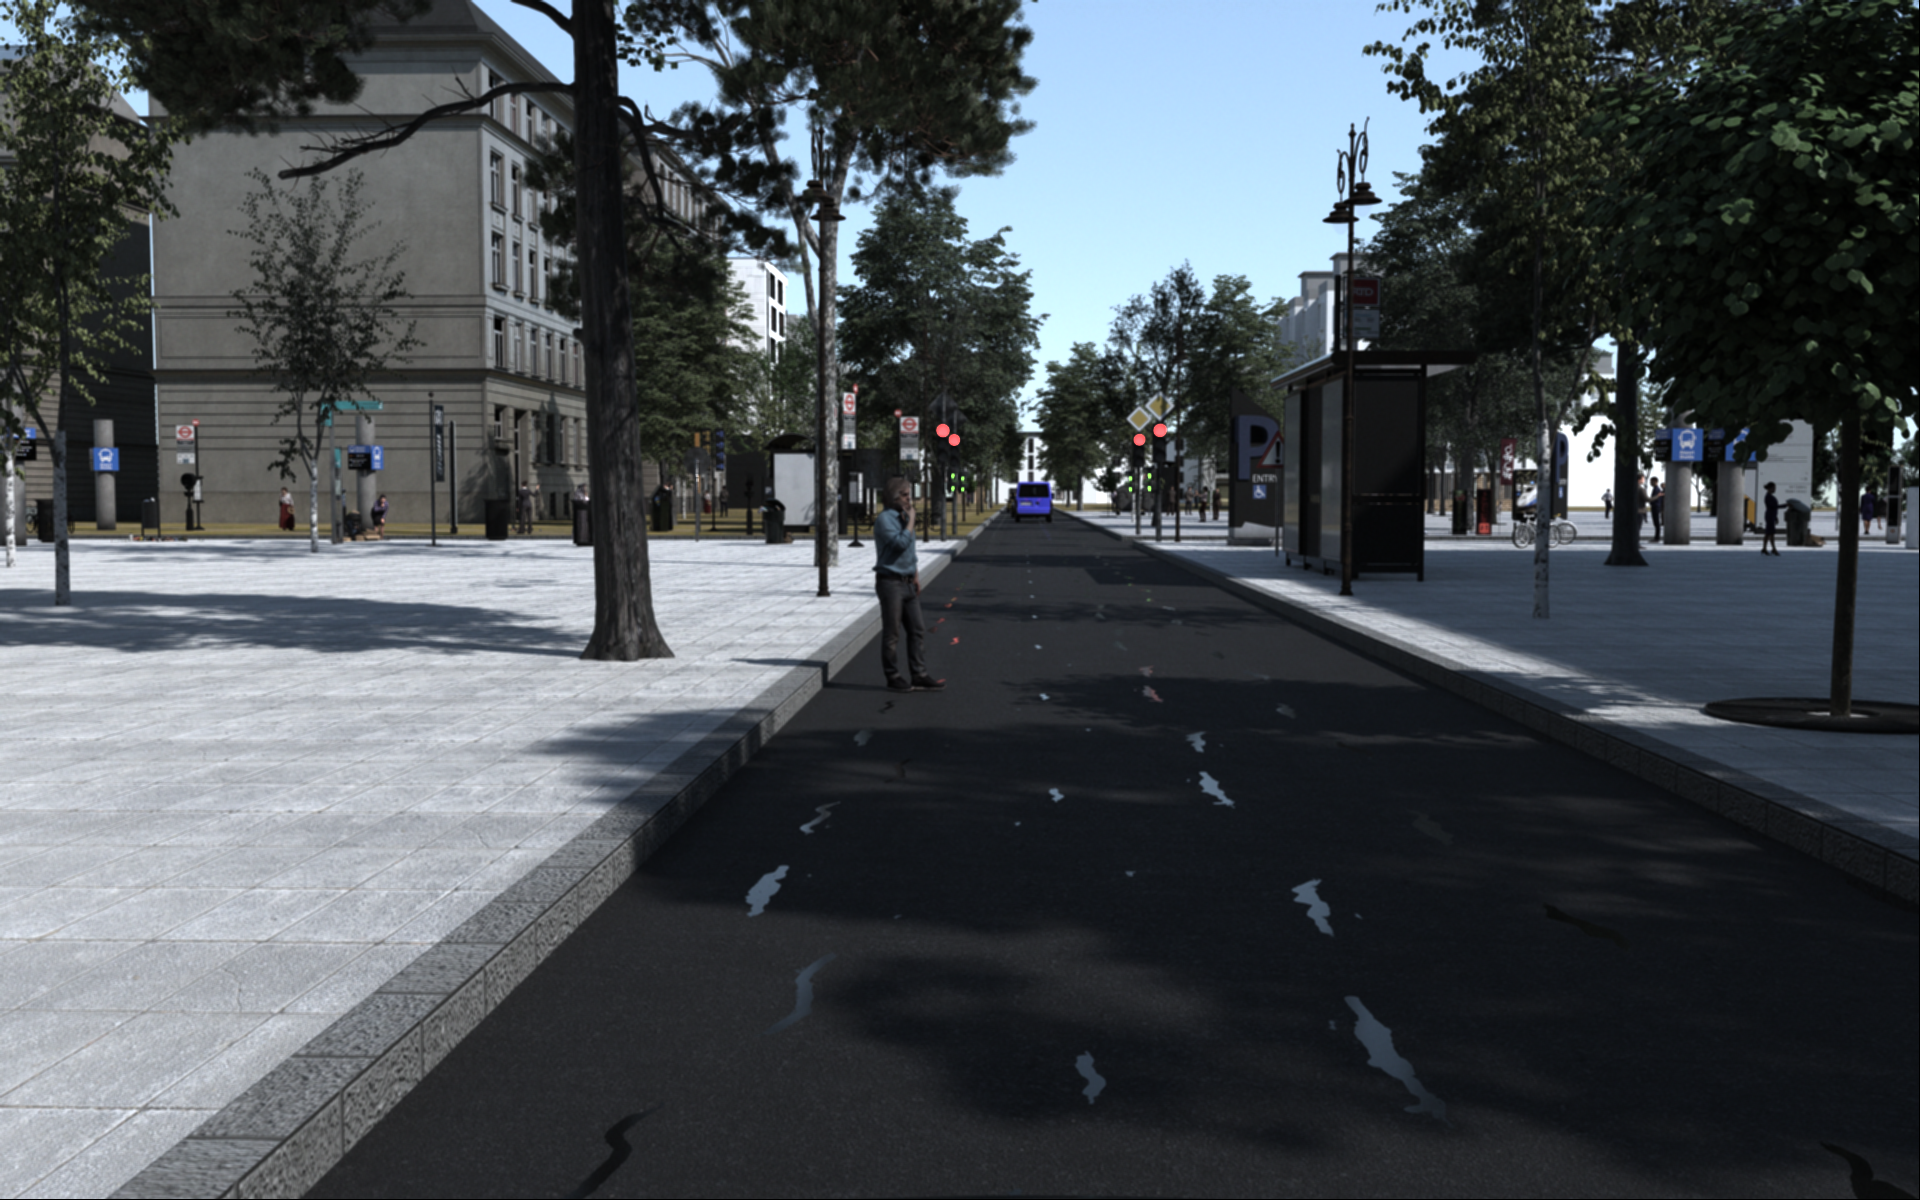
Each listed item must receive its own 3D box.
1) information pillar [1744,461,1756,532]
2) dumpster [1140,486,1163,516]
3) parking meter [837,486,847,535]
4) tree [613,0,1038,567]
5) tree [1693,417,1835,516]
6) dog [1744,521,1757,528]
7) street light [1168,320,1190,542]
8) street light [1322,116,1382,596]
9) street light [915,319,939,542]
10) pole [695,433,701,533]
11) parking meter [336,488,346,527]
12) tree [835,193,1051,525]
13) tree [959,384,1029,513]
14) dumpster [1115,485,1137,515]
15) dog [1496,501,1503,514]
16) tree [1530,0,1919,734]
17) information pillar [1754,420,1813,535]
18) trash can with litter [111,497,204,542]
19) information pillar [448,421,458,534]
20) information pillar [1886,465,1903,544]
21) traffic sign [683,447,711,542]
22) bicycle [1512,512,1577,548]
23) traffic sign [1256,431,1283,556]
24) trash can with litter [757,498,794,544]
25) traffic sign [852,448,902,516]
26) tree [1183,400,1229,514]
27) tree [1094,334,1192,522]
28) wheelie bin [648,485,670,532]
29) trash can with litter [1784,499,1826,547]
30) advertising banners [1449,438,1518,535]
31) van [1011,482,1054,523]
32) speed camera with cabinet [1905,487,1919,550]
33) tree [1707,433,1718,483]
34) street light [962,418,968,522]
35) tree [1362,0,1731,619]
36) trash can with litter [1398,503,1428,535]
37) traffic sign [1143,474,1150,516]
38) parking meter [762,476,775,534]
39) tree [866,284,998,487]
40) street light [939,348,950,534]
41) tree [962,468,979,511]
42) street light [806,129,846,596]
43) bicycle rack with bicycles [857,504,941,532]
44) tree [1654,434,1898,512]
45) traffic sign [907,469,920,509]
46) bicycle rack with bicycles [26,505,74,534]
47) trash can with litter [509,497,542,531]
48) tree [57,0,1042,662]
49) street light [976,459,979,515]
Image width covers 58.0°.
[{"bbox_3d":[26.596,-4.087,58.170,0.504,3.616,0.183,1,4,19],"label":"information pillar"},{"bbox_3d":[11.478,-5.999,103.839,1.264,1.857,1.865,0,4,2],"label":"dumpster"},{"bbox_3d":[-3.730,-2.818,54.484,0.372,1.533,0.369,0,3,0],"label":"parking meter"},{"bbox_3d":[-3.387,-10.717,31.114,12.611,20.169,13.585,0,3,0],"label":"tree"},{"bbox_3d":[46.633,-11.881,96.080,13.155,14.587,18.604,-2,4,-23],"label":"tree"},{"bbox_3d":[29.648,-2.897,65.094,0.550,0.427,0.748,1,4,8],"label":"dog"},{"bbox_3d":[5.823,-4.488,46.169,0.468,5.910,1.993,0,4,2],"label":"street light"},{"bbox_3d":[4.890,-2.995,21.755,0.468,5.910,1.993,0,4,2],"label":"street light"},{"bbox_3d":[-0.911,-4.480,46.037,0.468,5.910,1.993,0,4,2],"label":"street light"},{"bbox_3d":[-8.751,-3.910,57.769,0.158,3.312,0.155,0,3,0],"label":"pole"},{"bbox_3d":[-21.787,-3.210,60.898,0.372,1.533,0.369,0,3,0],"label":"parking meter"},{"bbox_3d":[-0.906,-10.028,70.613,9.857,13.997,8.962,0,3,0],"label":"tree"},{"bbox_3d":[1.193,-11.271,118.689,7.601,10.594,8.767,-2,4,-28],"label":"tree"},{"bbox_3d":[10.101,-6.075,105.092,1.264,1.857,1.865,0,4,2],"label":"dumpster"},{"bbox_3d":[34.592,-5.950,111.668,0.800,0.831,0.513,1,4,14],"label":"dog"},{"bbox_3d":[4.978,-1.598,9.845,4.285,4.588,4.351,0,3,0],"label":"tree"},{"bbox_3d":[26.043,-3.880,54.751,1.656,3.620,0.184,0,4,7],"label":"information pillar"},{"bbox_3d":[-21.731,-2.205,47.104,2.233,1.210,1.678,1,4,11],"label":"trash can with litter"},{"bbox_3d":[-16.447,-3.968,56.195,0.184,3.620,1.656,-1,4,-14],"label":"information pillar"},{"bbox_3d":[24.009,-2.447,44.501,0.304,2.012,0.304,3,4,36],"label":"information pillar"},{"bbox_3d":[-7.080,-2.842,46.578,0.768,2.556,0.104,1,4,12],"label":"traffic sign"},{"bbox_3d":[15.002,-1.892,44.154,1.543,0.972,0.635,0,4,2],"label":"bicycle"},{"bbox_3d":[6.516,-2.174,35.542,0.884,2.594,0.081,1,4,9],"label":"traffic sign"},{"bbox_3d":[-4.726,-2.035,44.659,0.624,1.170,1.055,1,4,21],"label":"trash can with litter"},{"bbox_3d":[-3.698,-5.088,77.061,2.265,3.308,0.079,0,4,7],"label":"traffic sign"},{"bbox_3d":[16.520,-10.011,114.045,4.360,8.622,3.978,0,3,0],"label":"tree"},{"bbox_3d":[8.070,-7.846,78.648,4.737,8.622,4.395,0,3,0],"label":"tree"},{"bbox_3d":[-10.275,-3.139,59.234,0.693,1.594,0.980,-1,4,-21],"label":"wheelie bin"},{"bbox_3d":[20.748,-1.899,42.441,0.624,1.170,1.055,-1,4,-23],"label":"trash can with litter"},{"bbox_3d":[16.301,-3.532,53.928,2.074,3.025,0.090,0,4,0],"label":"advertising banners"},{"bbox_3d":[3.753,-5.158,88.722,2.240,2.365,5.245,0,4,2],"label":"van"},{"bbox_3d":[23.049,-2.795,40.034,2.038,3.252,0.660,0,4,-2],"label":"speed camera with cabinet"},{"bbox_3d":[34.076,-7.679,75.909,4.360,8.622,3.978,0,3,0],"label":"tree"},{"bbox_3d":[0.179,-6.592,80.566,0.468,5.910,1.993,0,4,2],"label":"street light"},{"bbox_3d":[6.206,-4.108,17.521,4.737,8.622,4.395,0,3,0],"label":"tree"},{"bbox_3d":[14.248,-2.721,55.551,1.678,1.210,2.233,-1,4,-10],"label":"trash can with litter"},{"bbox_3d":[10.874,-6.065,99.266,0.768,2.556,0.104,1,4,11],"label":"traffic sign"},{"bbox_3d":[-6.168,-3.063,55.795,0.399,1.863,0.255,-1,4,-11],"label":"parking meter"},{"bbox_3d":[-0.805,-6.727,60.348,4.360,8.622,3.978,0,3,0],"label":"tree"},{"bbox_3d":[-0.562,-5.026,54.971,0.468,5.910,1.993,0,4,2],"label":"street light"},{"bbox_3d":[0.612,-8.254,129.554,1.663,3.219,1.824,0,3,0],"label":"tree"},{"bbox_3d":[-1.717,-2.985,21.594,0.468,5.910,1.993,0,4,2],"label":"street light"},{"bbox_3d":[-1.905,-2.852,60.015,2.925,0.926,2.852,1,4,16],"label":"bicycle rack with bicycles"},{"bbox_3d":[58.522,-9.458,117.543,20.602,7.101,11.467,1,4,13],"label":"tree"},{"bbox_3d":[-2.361,-5.479,89.681,0.768,2.556,0.104,0,4,8],"label":"traffic sign"},{"bbox_3d":[-30.270,-2.627,56.335,2.852,0.926,2.925,-2,4,-35],"label":"bicycle rack with bicycles"},{"bbox_3d":[-15.401,-3.001,60.122,1.678,1.210,2.233,0,4,-6],"label":"trash can with litter"},{"bbox_3d":[-2.933,-6.471,13.216,7.806,13.903,7.818,0,3,0],"label":"tree"},{"bbox_3d":[1.084,-8.131,105.735,0.468,5.910,1.993,0,4,2],"label":"street light"}]
